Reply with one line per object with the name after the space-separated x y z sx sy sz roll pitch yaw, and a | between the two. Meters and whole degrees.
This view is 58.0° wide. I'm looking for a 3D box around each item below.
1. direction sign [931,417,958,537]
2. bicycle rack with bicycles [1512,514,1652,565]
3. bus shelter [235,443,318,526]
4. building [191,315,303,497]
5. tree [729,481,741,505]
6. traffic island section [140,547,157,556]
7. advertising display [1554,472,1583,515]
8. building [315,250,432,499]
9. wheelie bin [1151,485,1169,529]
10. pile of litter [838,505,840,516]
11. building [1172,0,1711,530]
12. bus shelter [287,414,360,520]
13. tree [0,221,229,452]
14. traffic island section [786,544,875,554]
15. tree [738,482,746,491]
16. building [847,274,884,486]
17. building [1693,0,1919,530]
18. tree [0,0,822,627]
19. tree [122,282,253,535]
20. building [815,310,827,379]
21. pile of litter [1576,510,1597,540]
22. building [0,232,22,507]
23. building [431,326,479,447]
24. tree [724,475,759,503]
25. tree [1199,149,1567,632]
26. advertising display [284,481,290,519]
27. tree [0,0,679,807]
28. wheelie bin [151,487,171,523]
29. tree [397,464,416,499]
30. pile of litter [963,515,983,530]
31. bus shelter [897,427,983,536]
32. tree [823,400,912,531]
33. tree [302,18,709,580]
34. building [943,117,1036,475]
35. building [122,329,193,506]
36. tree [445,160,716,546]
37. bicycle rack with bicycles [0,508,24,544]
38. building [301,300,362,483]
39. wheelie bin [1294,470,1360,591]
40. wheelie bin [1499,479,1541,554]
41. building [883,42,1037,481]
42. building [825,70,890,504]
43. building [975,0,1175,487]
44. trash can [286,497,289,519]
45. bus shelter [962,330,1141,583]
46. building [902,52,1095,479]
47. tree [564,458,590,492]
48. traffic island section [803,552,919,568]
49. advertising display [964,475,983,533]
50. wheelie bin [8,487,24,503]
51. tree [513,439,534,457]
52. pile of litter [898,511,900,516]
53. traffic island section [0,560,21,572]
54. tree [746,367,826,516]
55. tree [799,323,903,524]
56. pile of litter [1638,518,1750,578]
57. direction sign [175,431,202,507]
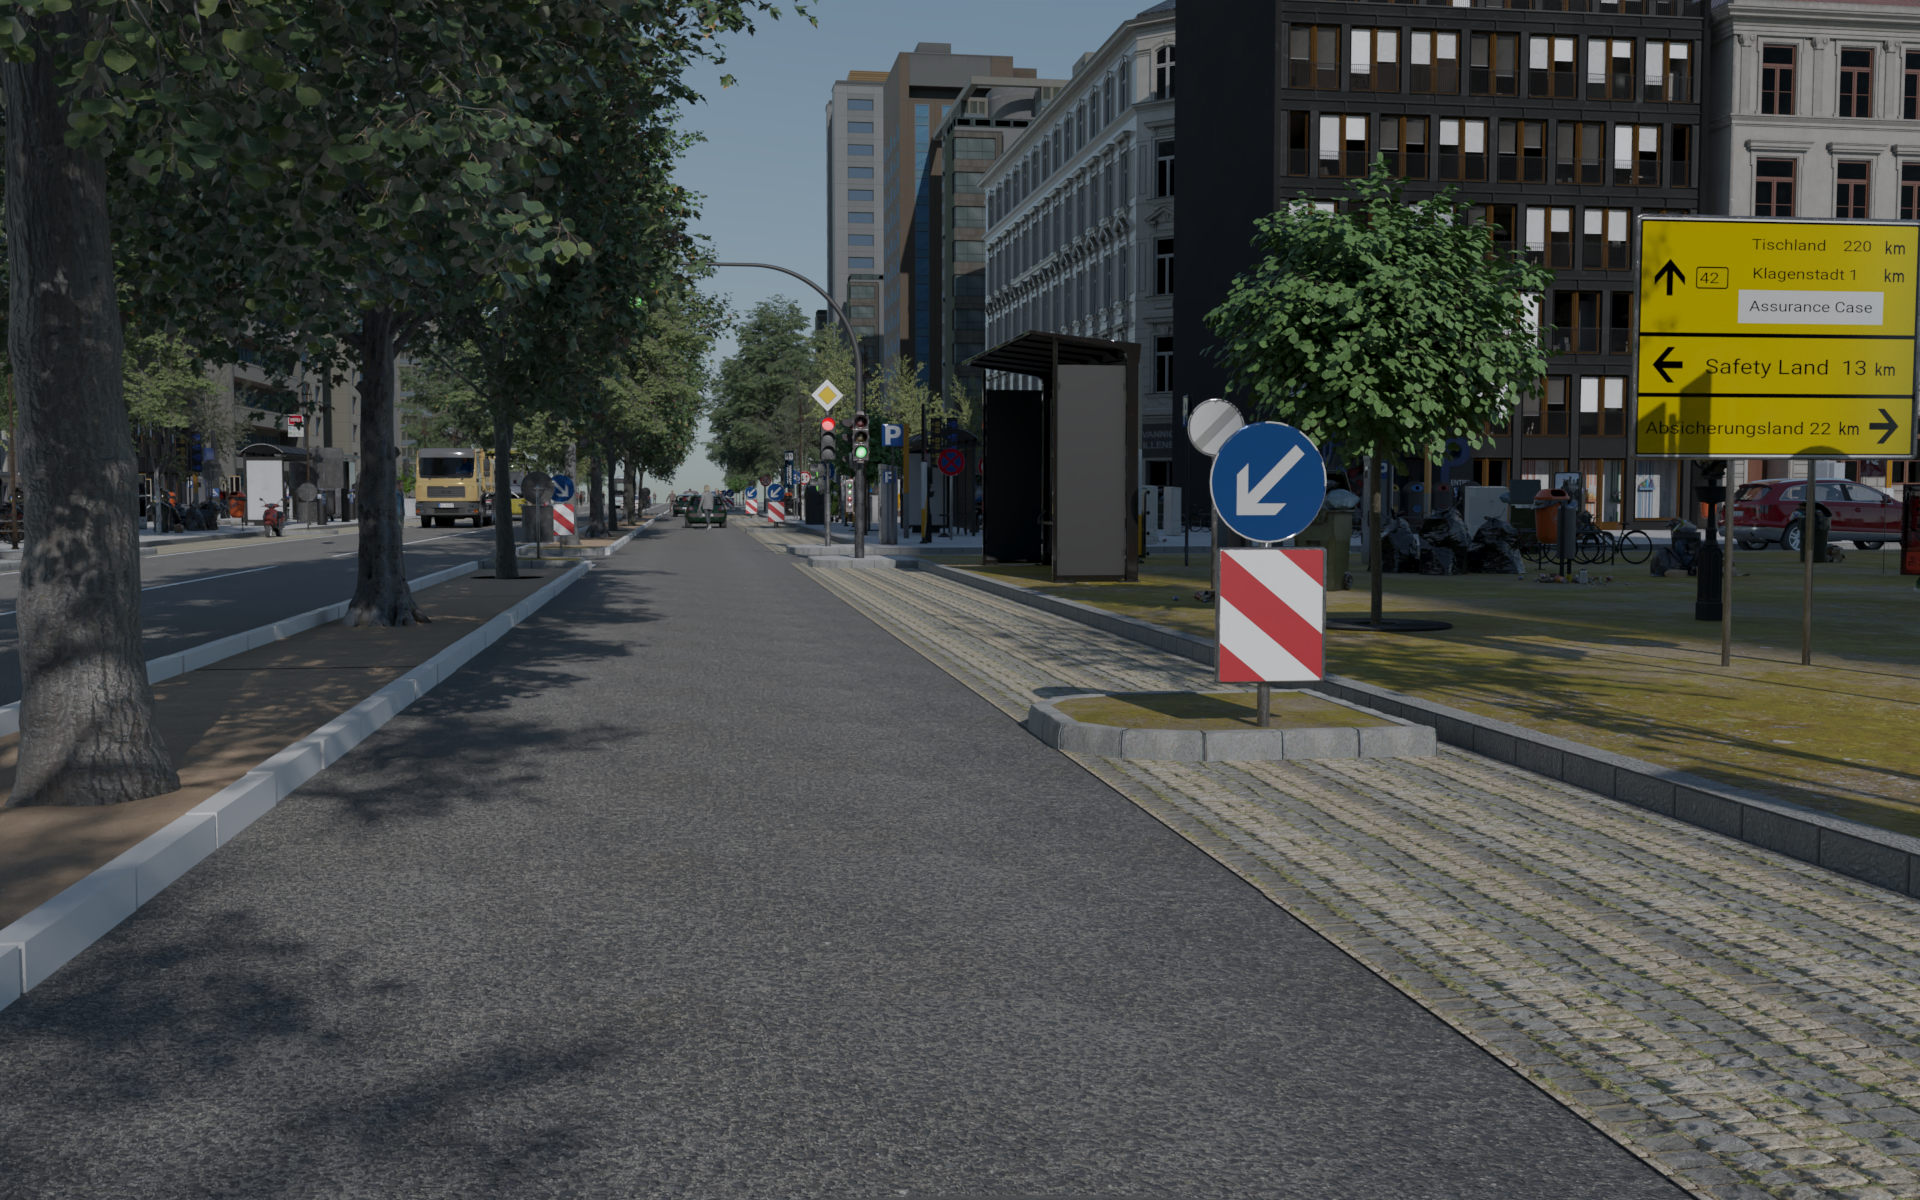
-0.472 -3.632 51.381 0.876 3.537 0.379 2 4 25 | direction sign
11.257 -1.143 32.067 2.925 0.926 2.852 1 4 16 | bicycle rack with bicycles
-28.272 -4.766 71.853 2.014 3.302 5.546 -1 4 -9 | bus shelter
-59.435 -30.358 120.050 21.300 48.544 21.600 -1 4 -9 | building
-26.435 -12.928 205.974 1.663 3.219 1.824 0 3 0 | tree
-19.866 -1.083 39.983 2.009 0.180 2.903 -1 4 -9 | traffic island section
17.610 -2.751 50.192 0.123 1.923 0.974 -2 4 -26 | advertising display
-79.938 -32.125 217.125 32.217 40.220 23.993 -1 4 -9 | building
7.281 -3.366 62.934 0.980 1.594 0.693 0 4 6 | wheelie bin
-5.844 -4.685 90.566 1.176 0.858 1.719 1 4 15 | pile of litter
17.457 -14.436 65.702 15.834 23.373 12.332 -1 4 -9 | building
-33.067 -6.863 89.835 2.179 5.291 8.768 -1 4 -9 | bus shelter
-23.719 -7.868 46.774 7.486 12.596 7.792 0 3 0 | tree
-3.223 -1.240 42.551 2.009 0.180 2.903 -1 4 -9 | traffic island section
-21.581 -14.105 180.975 4.360 8.622 3.978 0 3 0 | tree
-8.067 -27.933 228.398 14.160 30.474 14.107 -1 4 -9 | building
35.944 -14.133 67.224 21.152 22.565 11.583 -1 4 -9 | building
-6.318 -6.058 18.507 9.611 12.733 9.660 0 3 0 | tree
-25.239 -6.341 54.037 4.360 8.622 3.978 0 3 0 | tree
-15.753 -30.534 270.924 14.160 30.474 14.107 -1 4 -9 | building
17.251 -2.121 48.646 1.719 0.858 1.176 -3 4 -38 | pile of litter
-49.707 -17.929 79.036 13.634 28.700 20.117 -1 4 -9 | building
-81.913 -39.965 242.664 28.713 52.752 27.495 -1 4 -9 | building
-24.799 -13.336 201.762 4.285 4.588 4.351 0 3 0 | tree
4.032 -2.021 16.765 4.285 4.588 4.351 0 3 0 | tree
-34.895 -5.112 88.796 0.974 1.923 0.123 -2 4 -27 | advertising display
-4.060 -6.028 7.668 9.857 13.997 8.962 0 3 0 | tree
-33.923 -4.016 73.577 0.693 1.594 0.980 -1 4 -14 | wheelie bin
-31.024 -6.293 97.496 1.663 3.219 1.824 0 3 0 | tree
0.807 -2.949 62.173 1.176 0.858 1.719 -2 4 -24 | pile of litter
-0.668 -3.717 54.704 2.014 3.302 5.546 -1 4 -9 | bus shelter
-3.094 -4.690 60.397 4.285 4.588 4.351 0 3 0 | tree
-7.759 -6.159 28.909 9.928 11.665 9.643 0 3 0 | tree
5.469 -22.335 136.886 14.160 30.474 14.107 -1 4 -9 | building
-52.052 -16.374 97.391 12.332 23.373 15.834 -1 4 -9 | building
-10.608 -7.751 47.307 7.486 12.596 7.792 0 3 0 | tree
-24.849 -1.910 44.605 2.925 0.926 2.852 -1 4 -14 | bicycle rack with bicycles
-66.681 -18.362 145.257 27.650 21.520 28.899 -1 4 -9 | building
4.838 -0.924 23.015 0.980 1.594 0.693 3 4 37 | wheelie bin
12.028 -1.780 37.014 0.980 1.594 0.693 1 4 15 | wheelie bin
-0.027 -32.049 174.113 14.600 45.320 14.200 -1 4 -9 | building
-8.602 -43.246 249.075 21.231 58.520 28.212 -1 4 -9 | building
12.811 -19.705 98.591 17.030 29.872 44.131 -1 4 -9 | building
-32.678 -4.384 83.333 0.748 1.137 0.748 0 3 0 | trash can
1.367 -2.247 28.014 1.731 3.624 6.357 -1 4 -9 | bus shelter
11.377 -28.432 156.744 32.217 40.220 23.993 -1 4 -9 | building
-52.921 -17.657 239.053 4.737 8.622 4.395 0 3 0 | tree
-1.998 -0.757 34.660 2.009 0.180 2.903 -1 4 -9 | traffic island section
0.481 -3.206 57.639 0.974 1.923 0.123 3 5 42 | advertising display
-40.337 -4.053 74.178 0.693 1.594 0.980 -1 4 -19 | wheelie bin
-39.737 -12.343 152.167 4.737 8.622 4.395 0 3 0 | tree
-3.304 -5.418 102.552 1.719 0.858 1.176 2 4 27 | pile of litter
-18.642 -0.600 32.092 2.009 0.180 2.903 -1 4 -9 | traffic island section
-9.280 -9.155 100.041 4.360 8.622 3.978 0 3 0 | tree
-4.960 -7.567 74.079 4.737 8.622 4.395 0 3 0 | tree
11.537 -0.798 27.010 1.719 0.858 1.176 0 4 -3 | pile of litter
-27.713 -4.300 62.301 0.876 3.537 0.379 0 4 -7 | direction sign
